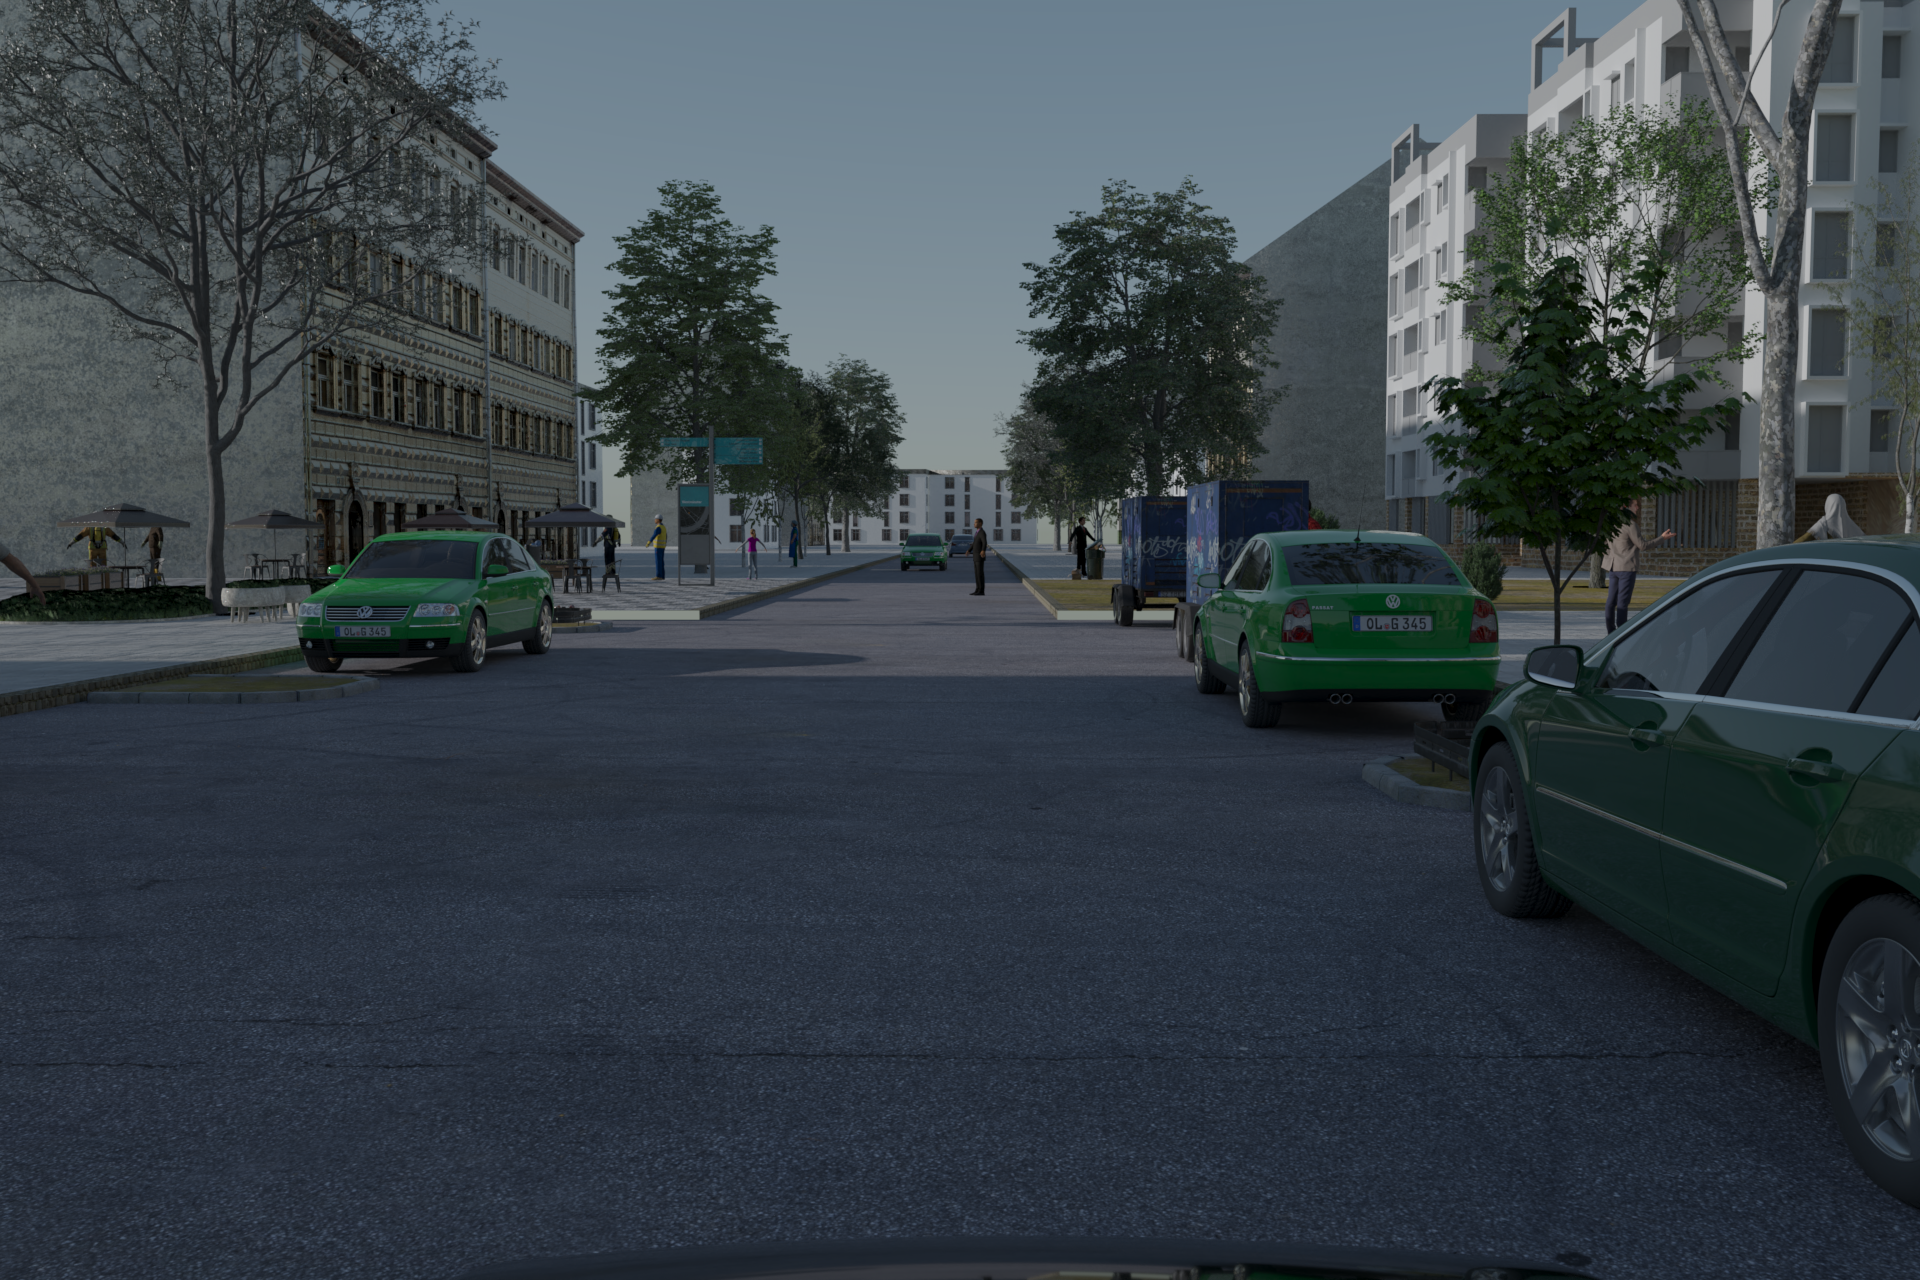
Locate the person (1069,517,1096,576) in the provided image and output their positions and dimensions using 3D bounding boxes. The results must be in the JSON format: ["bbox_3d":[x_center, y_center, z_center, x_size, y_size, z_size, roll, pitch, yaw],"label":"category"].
[{"bbox_3d":[3.727,-2.842,52.651,1.347,1.806,0.705,-3,5,-45],"label":"person"}]

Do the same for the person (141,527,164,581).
[{"bbox_3d":[-21.741,-2.482,46.723,0.704,1.812,1.346,-3,5,-45],"label":"person"}]

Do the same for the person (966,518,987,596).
[{"bbox_3d":[0.420,-1.939,40.384,0.704,1.802,1.346,-1,4,-16],"label":"person"}]

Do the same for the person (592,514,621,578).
[{"bbox_3d":[-10.239,-2.736,50.505,0.705,1.856,1.354,1,4,23],"label":"person"}]

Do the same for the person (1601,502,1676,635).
[{"bbox_3d":[8.211,-0.883,21.003,0.750,1.759,0.617,0,4,1],"label":"person"}]

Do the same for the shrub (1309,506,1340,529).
[{"bbox_3d":[7.913,-2.150,39.571,1.690,2.028,1.600,0,3,0],"label":"shrub"}]

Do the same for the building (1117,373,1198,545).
[{"bbox_3d":[27.702,-20.208,196.856,16.747,18.905,31.486,0,4,0],"label":"building"}]

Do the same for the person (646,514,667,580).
[{"bbox_3d":[-8.405,-2.587,48.273,0.705,1.833,1.349,1,4,12],"label":"person"}]

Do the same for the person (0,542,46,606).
[{"bbox_3d":[-7.221,-0.250,12.400,0.705,1.847,1.347,3,5,40],"label":"person"}]

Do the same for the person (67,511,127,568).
[{"bbox_3d":[-21.367,-2.272,42.908,1.354,1.858,0.705,-2,4,-30],"label":"person"}]

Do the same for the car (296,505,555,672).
[{"bbox_3d":[-5.845,-0.645,19.349,1.959,1.807,4.718,0,4,1],"label":"car"}]

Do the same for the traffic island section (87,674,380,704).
[{"bbox_3d":[-6.388,0.443,15.627,1.991,0.108,1.994,0,4,1],"label":"traffic island section"}]

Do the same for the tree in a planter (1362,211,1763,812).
[{"bbox_3d":[3.343,-0.760,9.648,1.991,3.239,1.994,0,4,0],"label":"tree in a planter"}]

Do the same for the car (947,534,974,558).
[{"bbox_3d":[0.178,-5.796,106.766,2.014,1.417,4.499,0,3,0],"label":"car"}]

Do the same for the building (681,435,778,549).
[{"bbox_3d":[-21.201,-13.317,159.873,9.099,9.664,28.070,0,3,0],"label":"building"}]

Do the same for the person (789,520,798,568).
[{"bbox_3d":[-6.376,-3.684,66.366,0.704,1.817,1.347,0,4,-5],"label":"person"}]

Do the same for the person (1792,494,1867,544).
[{"bbox_3d":[9.917,-0.796,19.786,1.217,1.736,0.721,0,4,-4],"label":"person"}]

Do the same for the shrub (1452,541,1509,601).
[{"bbox_3d":[9.609,-1.277,31.995,1.383,1.207,1.383,0,3,0],"label":"shrub"}]

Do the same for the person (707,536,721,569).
[{"bbox_3d":[-9.372,-3.483,63.083,1.345,1.843,0.704,-1,4,-21],"label":"person"}]

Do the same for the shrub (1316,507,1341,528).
[{"bbox_3d":[9.975,-2.667,48.020,1.690,2.028,1.600,0,3,0],"label":"shrub"}]

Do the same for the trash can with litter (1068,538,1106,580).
[{"bbox_3d":[3.558,-2.275,48.590,1.055,1.170,0.624,0,4,-1],"label":"trash can with litter"}]

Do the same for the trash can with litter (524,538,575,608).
[{"bbox_3d":[-6.990,-1.108,29.172,1.678,1.210,2.233,0,4,1],"label":"trash can with litter"}]

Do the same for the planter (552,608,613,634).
[{"bbox_3d":[-6.284,-0.290,25.880,1.991,0.319,1.994,0,4,1],"label":"planter"}]

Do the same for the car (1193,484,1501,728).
[{"bbox_3d":[2.999,-0.329,14.167,1.959,1.807,4.718,0,4,0],"label":"car"}]

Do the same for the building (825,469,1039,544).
[{"bbox_3d":[-3.935,-17.063,223.587,28.070,9.664,9.099,0,4,6],"label":"building"}]

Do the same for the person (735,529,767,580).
[{"bbox_3d":[-5.881,-2.424,48.901,0.991,1.433,0.599,-2,4,-34],"label":"person"}]

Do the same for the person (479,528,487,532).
[{"bbox_3d":[-15.675,-3.091,57.340,0.721,1.733,1.217,1,4,15],"label":"person"}]

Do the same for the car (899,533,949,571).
[{"bbox_3d":[-1.420,-3.677,68.910,1.959,1.807,4.718,0,4,1],"label":"car"}]

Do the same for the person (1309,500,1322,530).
[{"bbox_3d":[4.934,-1.157,25.033,0.704,1.816,1.345,-2,4,-27],"label":"person"}]

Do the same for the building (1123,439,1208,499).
[{"bbox_3d":[21.275,-13.751,166.983,9.099,9.664,28.070,0,4,0],"label":"building"}]

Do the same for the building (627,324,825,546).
[{"bbox_3d":[-24.817,-21.855,188.263,19.493,23.208,18.063,0,4,1],"label":"building"}]

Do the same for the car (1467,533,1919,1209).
[{"bbox_3d":[2.916,0.410,5.089,2.131,1.459,4.920,0,4,0],"label":"car"}]

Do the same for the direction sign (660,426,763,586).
[{"bbox_3d":[-6.121,-3.340,43.370,2.525,3.948,1.411,0,4,1],"label":"direction sign"}]
